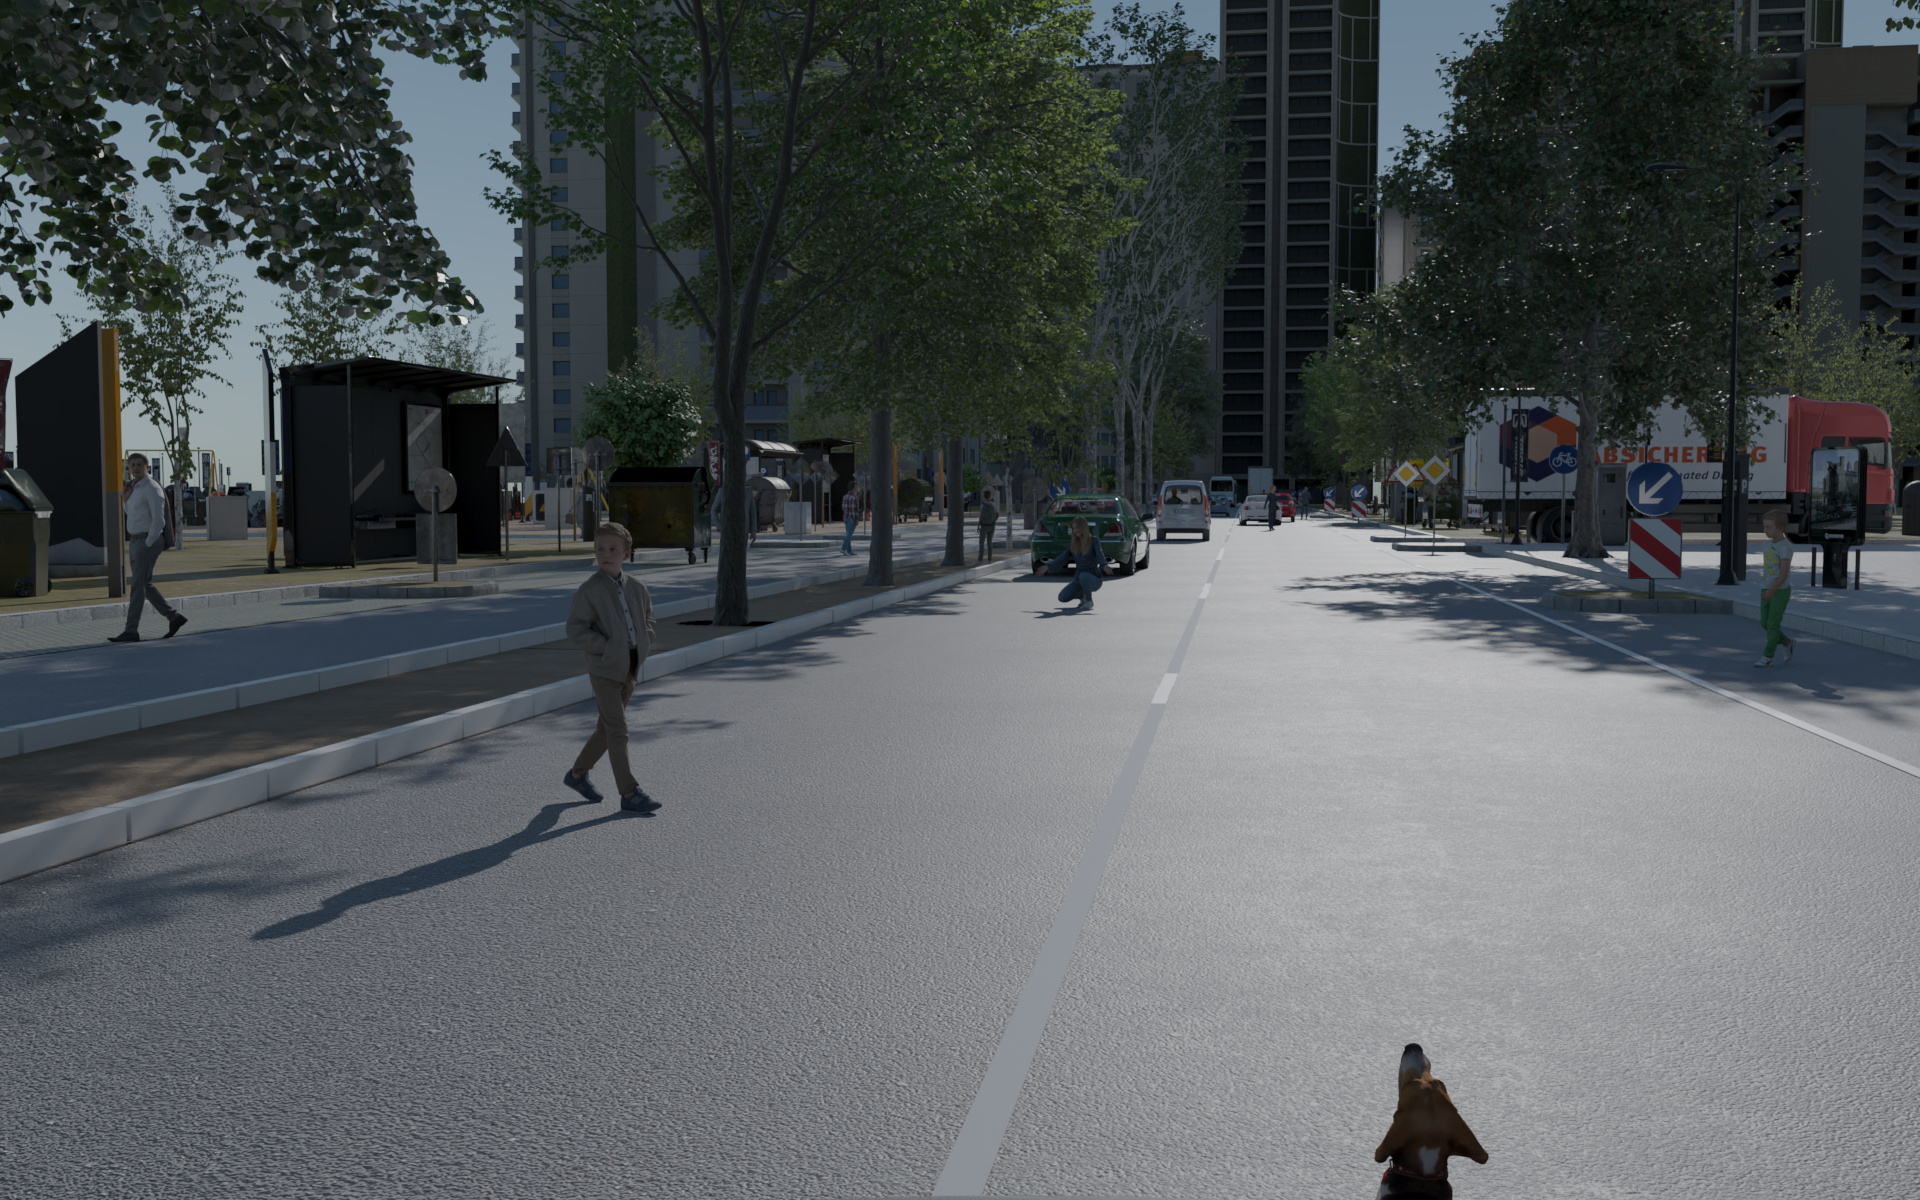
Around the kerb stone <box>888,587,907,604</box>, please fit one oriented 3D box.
[{"bbox_3d":[-0.890,-0.036,22.779,0.120,0.150,1.000,1,4,9],"label":"kerb stone"}]

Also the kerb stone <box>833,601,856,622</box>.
[{"bbox_3d":[-1.380,0.150,19.745,0.120,0.150,1.000,1,4,9],"label":"kerb stone"}]

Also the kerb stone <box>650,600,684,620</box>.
[{"bbox_3d":[-3.448,0.128,20.103,0.120,0.150,1.000,1,4,9],"label":"kerb stone"}]

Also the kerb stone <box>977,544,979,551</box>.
[{"bbox_3d":[0.387,-1.293,43.355,0.120,0.150,1.000,1,4,9],"label":"kerb stone"}]

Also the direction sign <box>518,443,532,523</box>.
[{"bbox_3d":[-19.508,-5.208,77.145,0.876,3.537,0.379,0,4,-2],"label":"direction sign"}]

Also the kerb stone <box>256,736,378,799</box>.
[{"bbox_3d":[-3.215,0.836,8.623,0.120,0.150,1.000,1,4,9],"label":"kerb stone"}]

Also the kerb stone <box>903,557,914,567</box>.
[{"bbox_3d":[-1.116,-0.731,34.244,0.120,0.150,1.000,1,4,9],"label":"kerb stone"}]

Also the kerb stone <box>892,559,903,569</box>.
[{"bbox_3d":[-1.293,-0.673,33.237,0.120,0.150,1.000,1,4,9],"label":"kerb stone"}]

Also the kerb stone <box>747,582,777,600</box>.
[{"bbox_3d":[-2.781,-0.118,24.141,0.120,0.150,1.000,1,4,9],"label":"kerb stone"}]

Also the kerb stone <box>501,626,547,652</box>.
[{"bbox_3d":[-4.111,0.379,16.069,0.120,0.150,1.000,1,4,9],"label":"kerb stone"}]

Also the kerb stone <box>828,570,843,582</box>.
[{"bbox_3d":[-2.126,-0.366,28.179,0.120,0.150,1.000,1,4,9],"label":"kerb stone"}]

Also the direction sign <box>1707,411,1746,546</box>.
[{"bbox_3d":[18.999,-3.118,42.981,0.876,3.537,0.379,1,4,20],"label":"direction sign"}]

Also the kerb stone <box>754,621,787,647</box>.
[{"bbox_3d":[-1.877,0.336,16.697,0.120,0.150,1.000,1,4,9],"label":"kerb stone"}]

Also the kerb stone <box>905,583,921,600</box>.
[{"bbox_3d":[-0.716,-0.097,23.786,0.120,0.150,1.000,1,4,9],"label":"kerb stone"}]

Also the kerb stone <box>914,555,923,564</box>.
[{"bbox_3d":[-0.958,-0.791,35.258,0.120,0.150,1.000,1,4,9],"label":"kerb stone"}]

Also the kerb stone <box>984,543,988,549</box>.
[{"bbox_3d":[0.545,-1.353,44.367,0.120,0.150,1.000,1,4,9],"label":"kerb stone"}]

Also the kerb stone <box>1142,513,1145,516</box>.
[{"bbox_3d":[12.654,-5.848,117.817,0.120,0.150,1.000,1,4,9],"label":"kerb stone"}]

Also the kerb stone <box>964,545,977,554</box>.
[{"bbox_3d":[0.215,-1.233,42.347,0.120,0.150,1.000,1,4,9],"label":"kerb stone"}]

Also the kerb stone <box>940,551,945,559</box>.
[{"bbox_3d":[-0.448,-0.984,38.286,0.120,0.150,1.000,1,4,9],"label":"kerb stone"}]

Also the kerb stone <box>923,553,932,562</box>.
[{"bbox_3d":[-0.791,-0.861,36.266,0.120,0.150,1.000,1,4,9],"label":"kerb stone"}]

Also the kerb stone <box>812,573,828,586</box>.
[{"bbox_3d":[-2.285,-0.304,27.169,0.120,0.150,1.000,1,4,9],"label":"kerb stone"}]

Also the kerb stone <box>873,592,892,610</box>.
[{"bbox_3d":[-1.046,0.029,21.768,0.120,0.150,1.000,1,4,9],"label":"kerb stone"}]

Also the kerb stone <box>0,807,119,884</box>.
[{"bbox_3d":[-3.550,0.955,6.600,0.120,0.150,1.000,1,4,9],"label":"kerb stone"}]

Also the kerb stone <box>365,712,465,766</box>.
[{"bbox_3d":[-3.047,0.774,9.634,0.120,0.150,1.000,1,4,9],"label":"kerb stone"}]

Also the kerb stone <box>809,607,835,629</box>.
[{"bbox_3d":[-1.556,0.216,18.736,0.120,0.150,1.000,1,4,9],"label":"kerb stone"}]

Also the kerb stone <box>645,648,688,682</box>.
[{"bbox_3d":[-2.382,0.521,13.673,0.120,0.150,1.000,1,4,9],"label":"kerb stone"}]

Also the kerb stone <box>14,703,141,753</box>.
[{"bbox_3d":[-5.114,0.746,10.001,0.120,0.150,1.000,1,4,9],"label":"kerb stone"}]

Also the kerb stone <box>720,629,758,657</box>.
[{"bbox_3d":[-2.049,0.398,15.690,0.120,0.150,1.000,1,4,9],"label":"kerb stone"}]

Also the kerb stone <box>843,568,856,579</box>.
[{"bbox_3d":[-1.958,-0.425,29.187,0.120,0.150,1.000,1,4,9],"label":"kerb stone"}]

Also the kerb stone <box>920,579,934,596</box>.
[{"bbox_3d":[-0.549,-0.159,24.794,0.120,0.150,1.000,1,4,9],"label":"kerb stone"}]

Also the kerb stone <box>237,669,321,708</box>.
[{"bbox_3d":[-4.774,0.622,12.031,0.120,0.150,1.000,1,4,9],"label":"kerb stone"}]

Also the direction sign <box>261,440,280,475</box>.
[{"bbox_3d":[-28.655,-4.896,72.048,0.876,3.537,0.379,1,4,17],"label":"direction sign"}]

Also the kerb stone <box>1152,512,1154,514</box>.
[{"bbox_3d":[14.161,-6.401,126.939,0.120,0.150,1.000,1,4,9],"label":"kerb stone"}]

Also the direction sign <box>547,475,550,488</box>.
[{"bbox_3d":[-31.847,-8.687,134.024,0.379,3.537,0.876,-2,4,-25],"label":"direction sign"}]

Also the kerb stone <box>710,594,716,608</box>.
[{"bbox_3d":[-3.110,0.007,22.119,0.120,0.150,1.000,1,4,9],"label":"kerb stone"}]

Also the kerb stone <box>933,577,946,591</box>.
[{"bbox_3d":[-0.386,-0.221,25.803,0.120,0.150,1.000,1,4,9],"label":"kerb stone"}]

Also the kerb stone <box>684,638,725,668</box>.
[{"bbox_3d":[-2.217,0.460,14.681,0.120,0.150,1.000,1,4,9],"label":"kerb stone"}]

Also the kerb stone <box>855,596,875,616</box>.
[{"bbox_3d":[-1.218,0.088,20.760,0.120,0.150,1.000,1,4,9],"label":"kerb stone"}]

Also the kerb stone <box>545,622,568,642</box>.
[{"bbox_3d":[-3.946,0.313,17.078,0.120,0.150,1.000,1,4,9],"label":"kerb stone"}]

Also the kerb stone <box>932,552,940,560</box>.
[{"bbox_3d":[-0.626,-0.921,37.275,0.120,0.150,1.000,1,4,9],"label":"kerb stone"}]

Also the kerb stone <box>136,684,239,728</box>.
[{"bbox_3d":[-4.948,0.684,11.019,0.120,0.150,1.000,1,4,9],"label":"kerb stone"}]

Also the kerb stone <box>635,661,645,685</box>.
[{"bbox_3d":[-2.553,0.584,12.665,0.120,0.150,1.000,1,4,9],"label":"kerb stone"}]

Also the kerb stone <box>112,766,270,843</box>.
[{"bbox_3d":[-3.380,0.895,7.615,0.120,0.150,1.000,1,4,9],"label":"kerb stone"}]

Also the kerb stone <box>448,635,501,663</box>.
[{"bbox_3d":[-4.278,0.437,15.057,0.120,0.150,1.000,1,4,9],"label":"kerb stone"}]

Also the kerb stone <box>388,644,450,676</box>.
[{"bbox_3d":[-4.445,0.500,14.049,0.120,0.150,1.000,1,4,9],"label":"kerb stone"}]

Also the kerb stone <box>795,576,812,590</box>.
[{"bbox_3d":[-2.454,-0.242,26.160,0.120,0.150,1.000,1,4,9],"label":"kerb stone"}]

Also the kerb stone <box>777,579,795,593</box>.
[{"bbox_3d":[-2.621,-0.181,25.152,0.120,0.150,1.000,1,4,9],"label":"kerb stone"}]

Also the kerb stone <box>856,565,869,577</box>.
[{"bbox_3d":[-1.780,-0.484,30.199,0.120,0.150,1.000,1,4,9],"label":"kerb stone"}]

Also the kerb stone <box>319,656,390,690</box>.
[{"bbox_3d":[-4.611,0.564,13.040,0.120,0.150,1.000,1,4,9],"label":"kerb stone"}]

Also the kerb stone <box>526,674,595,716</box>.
[{"bbox_3d":[-2.718,0.645,11.651,0.120,0.150,1.000,1,4,9],"label":"kerb stone"}]

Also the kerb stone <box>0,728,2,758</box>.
[{"bbox_3d":[-5.287,0.808,8.980,0.120,0.150,1.000,1,4,9],"label":"kerb stone"}]

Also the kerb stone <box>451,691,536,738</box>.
[{"bbox_3d":[-2.882,0.709,10.643,0.120,0.150,1.000,1,4,9],"label":"kerb stone"}]

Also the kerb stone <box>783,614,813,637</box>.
[{"bbox_3d":[-1.715,0.274,17.716,0.120,0.150,1.000,1,4,9],"label":"kerb stone"}]

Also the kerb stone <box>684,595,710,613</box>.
[{"bbox_3d":[-3.284,0.066,21.112,0.120,0.150,1.000,1,4,9],"label":"kerb stone"}]
